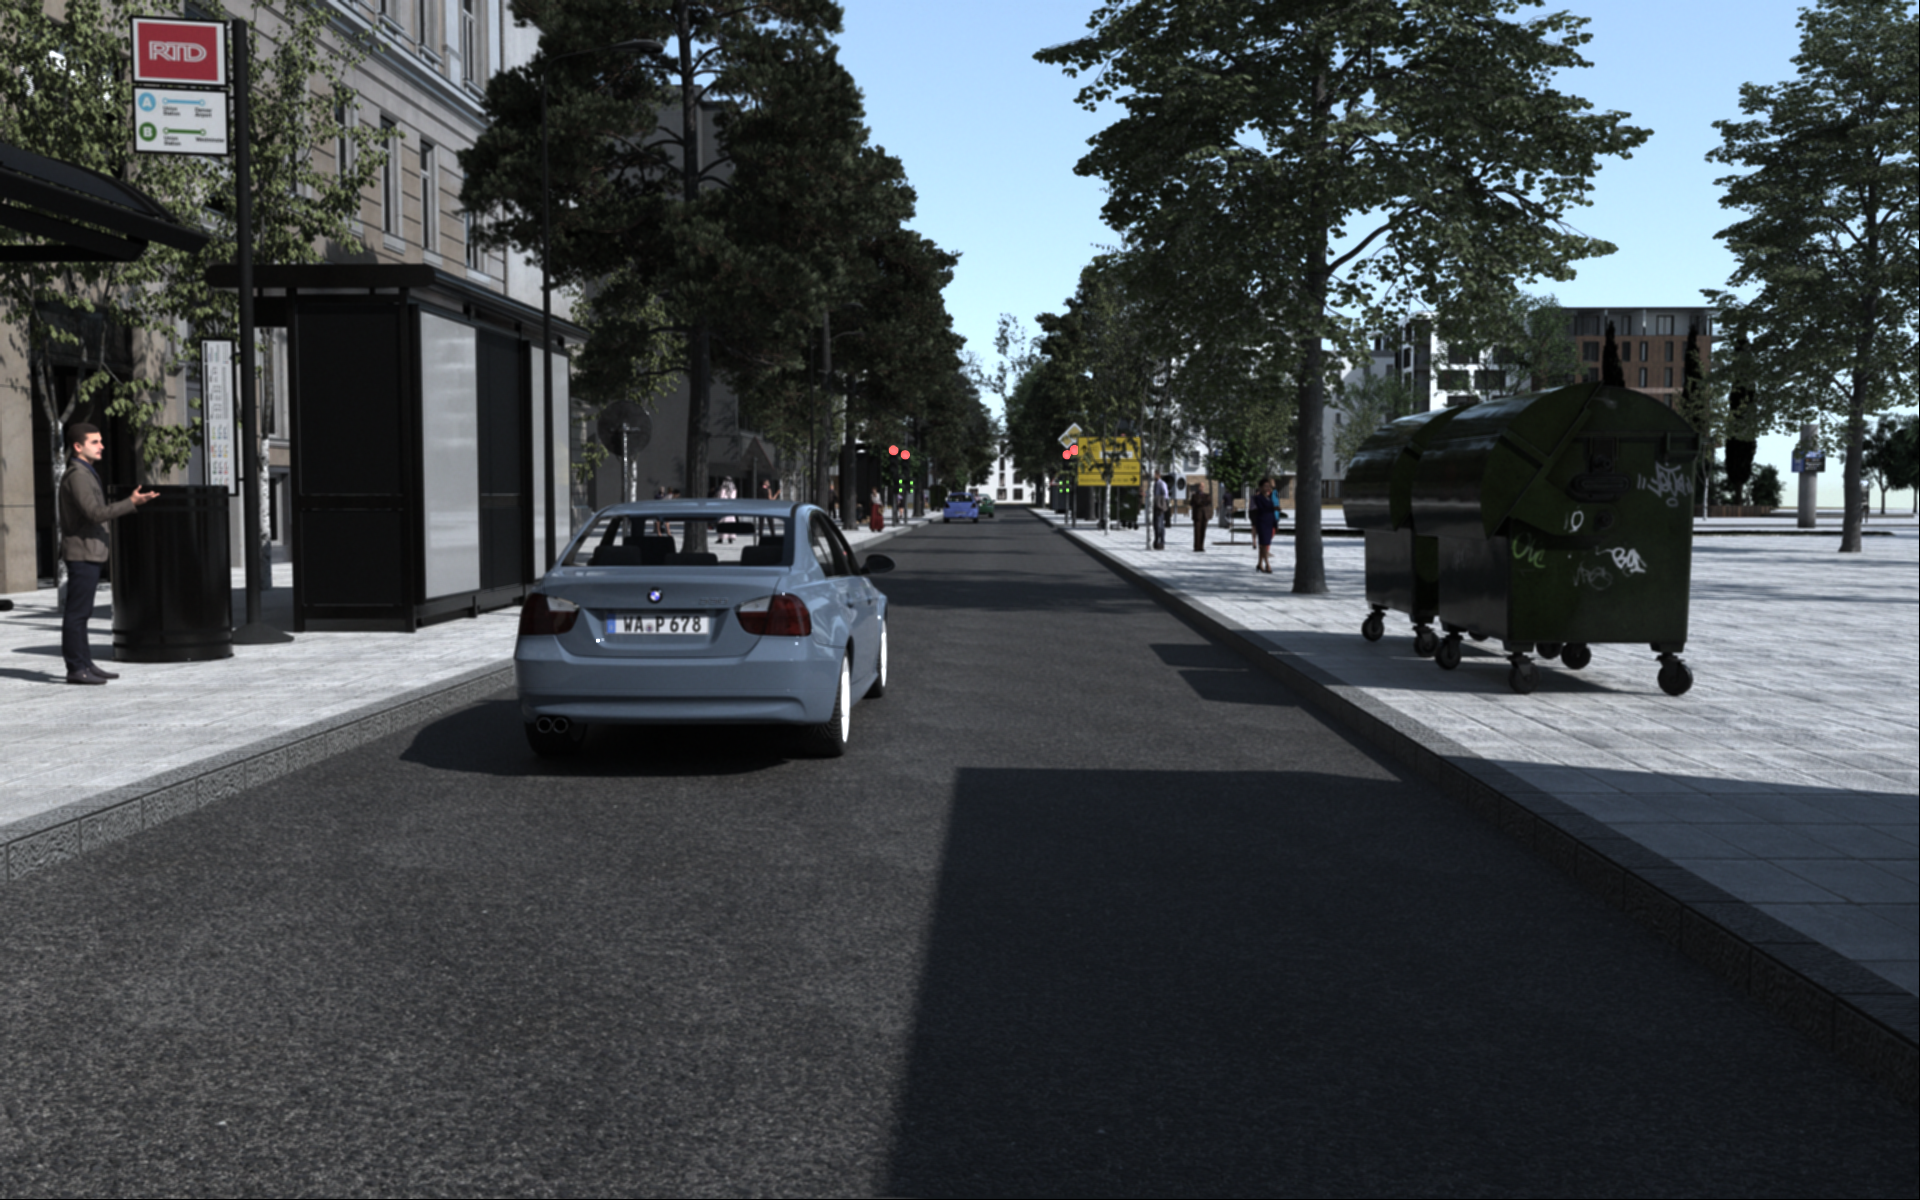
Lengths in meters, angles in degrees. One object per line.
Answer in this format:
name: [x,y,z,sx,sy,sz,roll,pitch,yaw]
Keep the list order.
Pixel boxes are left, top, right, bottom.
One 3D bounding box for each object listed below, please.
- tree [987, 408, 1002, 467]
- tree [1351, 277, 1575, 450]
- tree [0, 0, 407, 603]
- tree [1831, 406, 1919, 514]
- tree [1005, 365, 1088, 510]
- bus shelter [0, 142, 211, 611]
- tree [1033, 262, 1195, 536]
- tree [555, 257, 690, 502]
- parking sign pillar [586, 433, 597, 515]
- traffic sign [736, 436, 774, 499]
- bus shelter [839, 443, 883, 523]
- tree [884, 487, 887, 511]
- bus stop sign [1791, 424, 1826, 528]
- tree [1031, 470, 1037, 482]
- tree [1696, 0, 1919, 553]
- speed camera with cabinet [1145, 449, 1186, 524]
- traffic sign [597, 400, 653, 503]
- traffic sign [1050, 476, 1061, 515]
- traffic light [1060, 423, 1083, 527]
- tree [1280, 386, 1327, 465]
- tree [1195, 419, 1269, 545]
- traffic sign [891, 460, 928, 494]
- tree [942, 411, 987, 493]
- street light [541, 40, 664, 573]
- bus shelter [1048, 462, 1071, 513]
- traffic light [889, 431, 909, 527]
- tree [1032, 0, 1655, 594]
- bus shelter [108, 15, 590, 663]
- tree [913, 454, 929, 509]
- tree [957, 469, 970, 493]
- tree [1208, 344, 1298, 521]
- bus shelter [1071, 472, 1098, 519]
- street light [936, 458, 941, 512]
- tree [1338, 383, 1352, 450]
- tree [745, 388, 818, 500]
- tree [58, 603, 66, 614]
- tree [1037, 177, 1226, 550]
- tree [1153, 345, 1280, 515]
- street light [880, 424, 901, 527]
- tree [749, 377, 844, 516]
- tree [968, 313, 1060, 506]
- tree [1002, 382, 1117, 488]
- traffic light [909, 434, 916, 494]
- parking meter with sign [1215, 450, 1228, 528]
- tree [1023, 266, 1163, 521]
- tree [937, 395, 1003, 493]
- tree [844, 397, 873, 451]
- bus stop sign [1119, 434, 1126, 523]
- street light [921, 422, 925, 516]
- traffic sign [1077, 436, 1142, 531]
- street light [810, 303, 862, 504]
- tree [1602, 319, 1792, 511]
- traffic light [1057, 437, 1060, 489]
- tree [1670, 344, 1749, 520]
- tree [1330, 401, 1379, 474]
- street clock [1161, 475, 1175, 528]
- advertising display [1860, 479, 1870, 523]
tree: [6.810,-14.161,149.652,7.486,12.596,7.792,0,3,0]
tree: [25.937,-9.599,82.696,9.928,11.665,9.643,0,3,0]
tree: [-9.495,-4.433,22.849,4.737,8.622,4.395,0,3,0]
tree: [61.652,-9.020,110.375,11.467,7.101,20.602,0,4,4]
tree: [7.224,-13.102,139.966,9.928,11.665,9.643,0,3,0]
bus shelter: [-5.686,-0.860,7.990,2.014,3.302,5.546,0,4,1]
tree: [4.487,-6.309,53.508,4.737,8.622,4.395,0,3,0]
tree: [-7.838,-5.549,41.096,4.737,8.622,4.395,0,3,0]
parking sign pillar: [-16.690,-5.364,76.171,1.447,3.967,1.447,-2,4,-32]
traffic sign: [-4.607,-2.378,38.879,0.884,2.594,0.081,1,4,9]
bus shelter: [-4.459,-5.432,80.092,1.731,3.624,6.357,0,4,2]
tree: [-5.402,-10.900,128.583,4.737,8.622,4.395,0,3,0]
bus stop sign: [32.026,-4.673,65.412,0.837,3.901,0.837,0,4,-6]
tree: [7.804,-13.592,172.597,4.360,8.622,3.978,0,3,0]
tree: [20.084,-7.322,37.847,7.486,12.596,7.792,0,3,0]
speed camera with cabinet: [8.887,-4.921,74.788,2.038,3.252,0.660,-3,5,-41]
traffic sign: [-4.545,-1.429,23.475,0.768,2.556,0.104,0,4,5]
traffic sign: [5.874,-6.447,105.419,0.884,2.594,0.081,0,4,6]
traffic light: [4.415,-4.767,67.184,0.839,4.213,0.868,0,4,1]
tree: [23.230,-11.949,129.778,8.767,10.594,7.601,0,4,-5]
tree: [7.028,-3.009,43.794,1.663,3.219,1.824,0,3,0]
traffic sign: [-3.000,-6.667,102.884,2.265,3.308,0.079,1,4,10]
tree: [0.342,-17.529,204.718,7.486,12.596,7.792,0,3,0]
street light: [-3.728,-2.774,17.892,1.470,5.913,1.316,0,4,1]
bus shelter: [6.749,-7.221,111.980,2.014,3.302,5.546,0,4,2]
traffic light: [-2.545,-4.777,67.343,0.839,4.213,0.868,0,4,1]
tree: [4.653,-6.337,21.739,7.486,12.596,7.792,0,3,0]
bus shelter: [-5.804,-2.427,17.307,2.179,5.291,8.768,0,4,1]
tree: [-3.999,-11.832,143.822,4.360,8.622,3.978,0,3,0]
tree: [-0.560,-12.959,195.597,4.285,4.588,4.351,0,3,0]
tree: [14.012,-8.109,82.952,4.737,8.622,4.395,0,3,0]
bus shelter: [6.493,-6.136,91.606,1.731,3.624,6.357,0,4,1]
street light: [-1.639,-7.850,100.892,1.470,5.913,1.316,0,4,1]
tree: [34.970,-13.290,143.054,9.928,11.665,9.643,0,3,0]
tree: [-8.472,-8.177,84.061,4.360,8.622,3.978,0,3,0]
tree: [-9.591,-4.146,18.154,4.737,8.622,4.395,0,3,0]
tree: [4.419,-5.461,39.658,4.360,8.622,3.978,0,3,0]
tree: [15.484,-10.649,108.521,7.601,10.594,8.767,0,4,4]
street light: [-2.505,-5.747,66.509,1.470,5.913,1.316,0,4,1]
tree: [-7.721,-7.897,79.485,4.737,8.622,4.395,0,3,0]
tree: [6.911,-19.944,181.974,12.611,20.169,13.585,0,3,0]
tree: [7.517,-11.985,130.363,8.767,10.594,7.601,0,4,-3]
traffic light: [-2.343,-5.265,75.326,0.839,4.213,0.868,0,4,1]
parking meter with sign: [10.042,-4.267,66.029,0.543,3.016,1.738,0,4,5]
tree: [6.253,-9.818,82.575,6.751,12.117,7.091,0,3,0]
tree: [0.610,-19.140,219.598,9.857,13.997,8.962,0,3,0]
tree: [-7.588,-9.299,102.398,4.737,8.622,4.395,0,3,0]
bus stop sign: [7.431,-5.389,76.813,0.855,3.939,0.416,-1,4,-17]
street light: [-2.225,-6.282,75.247,1.470,5.913,1.316,0,4,1]
traffic sign: [5.201,-4.072,60.447,2.265,3.308,0.079,0,4,2]
street light: [-3.074,-4.263,42.238,1.470,5.913,1.316,0,4,1]
tree: [54.674,-14.161,133.352,18.604,14.587,13.155,1,4,10]
traffic light: [4.617,-5.255,75.166,0.839,4.213,0.868,0,4,1]
tree: [36.384,-8.203,84.480,4.737,8.622,4.395,0,3,0]
tree: [31.066,-11.310,135.278,4.737,8.622,4.395,0,3,0]
street clock: [7.914,-3.753,65.936,0.471,2.002,0.358,-1,4,-16]
advertising display: [39.626,-4.354,76.403,0.974,1.923,0.123,-1,4,-9]
